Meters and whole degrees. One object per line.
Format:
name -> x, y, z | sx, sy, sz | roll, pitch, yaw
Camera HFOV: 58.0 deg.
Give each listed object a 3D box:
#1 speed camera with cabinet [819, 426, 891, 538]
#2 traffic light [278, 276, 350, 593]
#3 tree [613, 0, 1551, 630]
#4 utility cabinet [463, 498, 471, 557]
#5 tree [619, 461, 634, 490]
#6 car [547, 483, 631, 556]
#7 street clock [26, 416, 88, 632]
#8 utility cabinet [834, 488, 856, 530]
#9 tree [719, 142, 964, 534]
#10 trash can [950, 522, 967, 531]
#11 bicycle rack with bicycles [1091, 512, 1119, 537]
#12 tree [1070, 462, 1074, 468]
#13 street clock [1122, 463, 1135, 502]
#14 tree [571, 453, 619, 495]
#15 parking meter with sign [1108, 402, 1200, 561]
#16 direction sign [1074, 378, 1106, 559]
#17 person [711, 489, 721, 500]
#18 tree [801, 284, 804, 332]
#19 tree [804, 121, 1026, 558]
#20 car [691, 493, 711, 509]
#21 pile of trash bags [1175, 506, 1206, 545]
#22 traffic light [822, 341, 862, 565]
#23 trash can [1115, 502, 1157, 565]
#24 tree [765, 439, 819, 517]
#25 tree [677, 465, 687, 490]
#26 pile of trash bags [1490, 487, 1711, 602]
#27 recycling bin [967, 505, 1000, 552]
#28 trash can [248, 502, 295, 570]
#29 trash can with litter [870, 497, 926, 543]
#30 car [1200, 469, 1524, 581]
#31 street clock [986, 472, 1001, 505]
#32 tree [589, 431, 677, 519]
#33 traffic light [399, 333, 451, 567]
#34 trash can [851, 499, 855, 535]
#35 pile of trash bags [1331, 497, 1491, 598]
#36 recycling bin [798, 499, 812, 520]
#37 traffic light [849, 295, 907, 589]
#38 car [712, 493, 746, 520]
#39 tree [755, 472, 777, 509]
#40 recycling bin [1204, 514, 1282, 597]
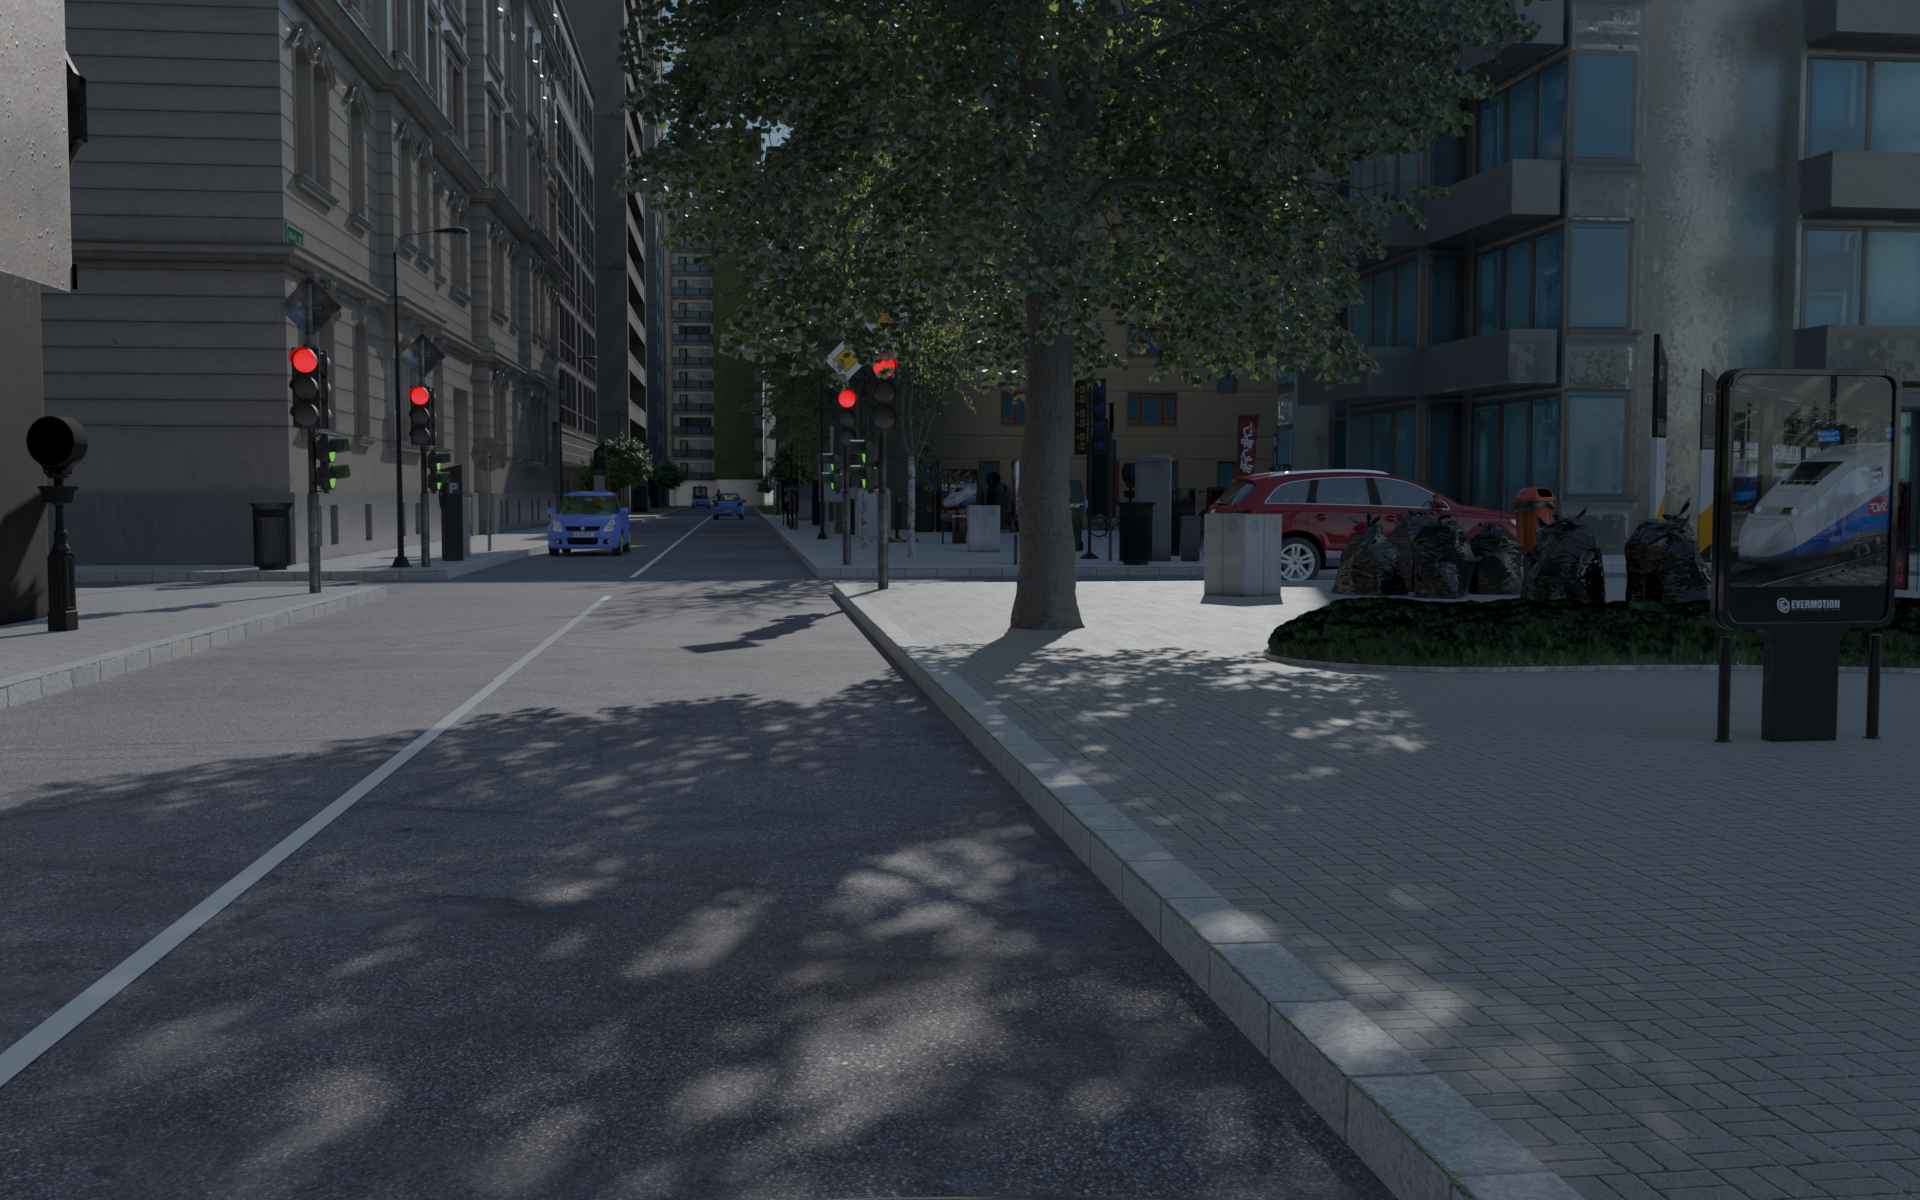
speed camera with cabinet -> -3.081, -3.441, 50.604 | 2.038, 3.252, 0.660 | -1, 4, -11
traffic light -> -8.362, -2.047, 22.393 | 0.839, 4.253, 0.868 | 0, 4, -7
tree -> 0.902, -6.711, 16.378 | 9.857, 13.997, 8.962 | 0, 3, 0
utility cabinet -> -10.193, -1.491, 35.533 | 0.306, 1.237, 1.020 | -1, 4, -13
tree -> -16.780, -5.440, 83.551 | 1.663, 3.219, 1.824 | 0, 3, 0
car -> -8.817, -1.941, 41.326 | 1.945, 1.707, 3.694 | 0, 4, -6
street clock -> -8.419, -0.711, 16.199 | 0.471, 2.002, 0.358 | 0, 4, 5
utility cabinet -> -3.882, -3.168, 60.476 | 0.318, 1.500, 1.173 | 3, 5, 43
tree -> -3.755, -8.406, 55.567 | 7.486, 12.596, 7.792 | 0, 3, 0
trash can -> -0.038, -2.818, 57.721 | 0.748, 1.137, 0.748 | 0, 3, 0
bicycle rack with bicycles -> 5.597, -2.366, 52.059 | 2.925, 0.926, 2.852 | 1, 4, 22
tree -> 2.495, -3.427, 50.635 | 1.663, 3.219, 1.824 | 0, 3, 0
street clock -> 3.935, -2.166, 39.987 | 0.358, 2.002, 0.471 | 2, 4, 34
tree -> -17.177, -5.281, 80.946 | 1.663, 3.219, 1.824 | 0, 3, 0
parking meter with sign -> 3.703, -2.251, 33.071 | 1.738, 3.016, 0.543 | 0, 4, 2
direction sign -> 2.567, -2.584, 34.238 | 0.379, 3.537, 0.876 | -3, 4, -39
person -> -20.944, -8.697, 150.321 | 1.348, 1.869, 0.705 | 1, 4, 20
tree -> -2.083, -5.541, 40.966 | 4.360, 8.622, 3.978 | 0, 3, 0
tree -> -0.741, -5.162, 34.765 | 4.360, 8.622, 3.978 | 0, 3, 0
car -> -25.614, -9.892, 171.331 | 1.945, 1.707, 3.694 | 0, 4, -7
pile of trash bags -> 6.400, -2.148, 44.867 | 1.912, 1.369, 3.447 | 2, 4, 31
traffic light -> -2.069, -2.589, 31.256 | 0.839, 4.253, 0.868 | 0, 4, -7
trash can -> 3.192, -1.210, 31.436 | 0.748, 1.137, 0.748 | 0, 3, 0
tree -> -9.179, -6.941, 97.192 | 4.285, 4.588, 4.351 | 0, 3, 0
tree -> -26.100, -10.446, 154.499 | 4.285, 4.588, 4.351 | 0, 3, 0
pile of trash bags -> 7.376, -0.478, 17.575 | 3.447, 1.369, 1.912 | 2, 4, 28
recycling bin -> 0.525, -1.593, 38.598 | 0.722, 1.027, 0.722 | 0, 4, 0
trash can -> -11.697, -1.089, 29.459 | 0.748, 1.137, 0.748 | 0, 3, 0
trash can with litter -> -1.567, -2.176, 46.635 | 1.678, 1.210, 2.233 | 0, 4, 1
car -> 6.507, -1.154, 27.542 | 5.304, 1.827, 2.281 | 0, 4, -6
street clock -> 1.069, -3.131, 55.764 | 0.471, 2.002, 0.358 | 0, 4, -1
tree -> -17.427, -6.467, 89.452 | 4.285, 4.588, 4.351 | 0, 3, 0
traffic light -> -9.370, -2.532, 30.314 | 0.839, 4.253, 0.868 | 0, 4, -7
trash can -> -3.246, -2.629, 54.631 | 0.748, 1.137, 0.748 | 0, 3, 0
pile of trash bags -> 6.604, -0.789, 22.653 | 3.447, 1.369, 1.912 | -2, 4, -35
recycling bin -> -7.691, -4.471, 85.663 | 0.722, 1.027, 0.722 | -1, 4, -9
traffic light -> -1.062, -2.105, 23.334 | 0.839, 4.253, 0.868 | 0, 4, -7
car -> -13.107, -5.422, 98.236 | 1.945, 1.707, 3.694 | 0, 4, -6
tree -> -18.865, -10.602, 167.950 | 1.663, 3.219, 1.824 | 0, 3, 0
recycling bin -> 3.601, -0.581, 22.061 | 0.722, 1.027, 0.722 | -3, 4, -37
